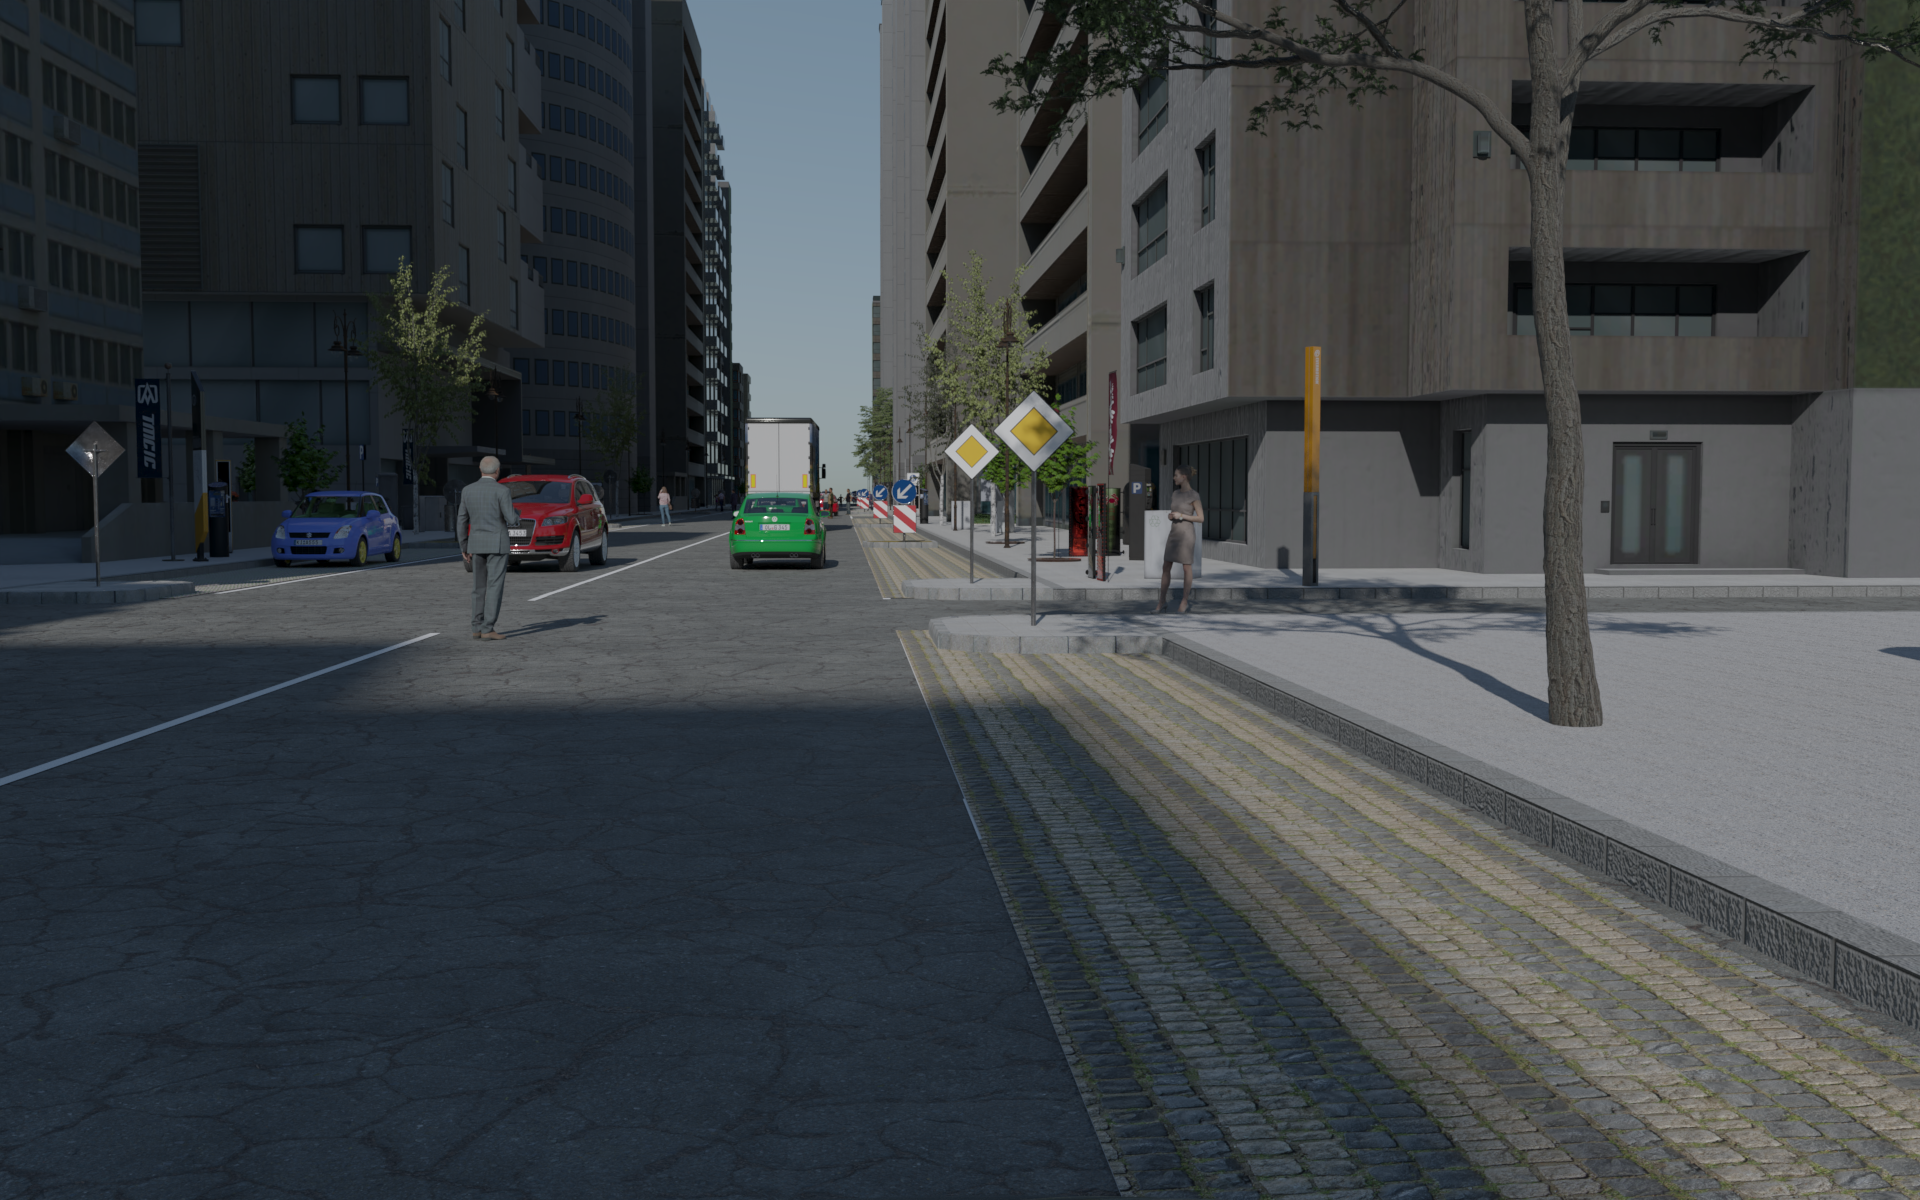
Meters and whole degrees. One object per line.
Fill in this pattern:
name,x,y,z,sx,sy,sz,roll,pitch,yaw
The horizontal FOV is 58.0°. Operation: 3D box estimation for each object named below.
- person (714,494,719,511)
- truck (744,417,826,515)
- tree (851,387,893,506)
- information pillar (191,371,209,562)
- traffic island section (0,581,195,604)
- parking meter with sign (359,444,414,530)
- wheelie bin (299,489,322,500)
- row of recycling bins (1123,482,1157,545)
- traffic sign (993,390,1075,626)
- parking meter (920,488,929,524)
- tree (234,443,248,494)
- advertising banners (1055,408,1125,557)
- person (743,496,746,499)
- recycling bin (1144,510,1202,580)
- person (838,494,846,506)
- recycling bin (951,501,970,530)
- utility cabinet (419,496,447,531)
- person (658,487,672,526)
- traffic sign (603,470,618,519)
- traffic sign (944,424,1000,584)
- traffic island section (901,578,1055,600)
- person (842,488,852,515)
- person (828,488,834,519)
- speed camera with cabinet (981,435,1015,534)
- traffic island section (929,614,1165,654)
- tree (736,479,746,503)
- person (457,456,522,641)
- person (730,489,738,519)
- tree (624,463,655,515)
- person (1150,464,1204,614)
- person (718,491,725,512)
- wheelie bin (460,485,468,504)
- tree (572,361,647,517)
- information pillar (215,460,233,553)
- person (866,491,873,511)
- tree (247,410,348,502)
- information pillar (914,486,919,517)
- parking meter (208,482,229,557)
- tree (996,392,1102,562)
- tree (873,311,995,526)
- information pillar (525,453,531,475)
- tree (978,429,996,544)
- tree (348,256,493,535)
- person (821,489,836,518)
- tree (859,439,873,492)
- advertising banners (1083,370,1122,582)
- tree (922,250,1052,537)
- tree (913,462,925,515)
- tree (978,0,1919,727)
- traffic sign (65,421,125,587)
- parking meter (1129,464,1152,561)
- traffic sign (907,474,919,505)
person,-20.172,-8.085,143.915,0.599,1.433,0.991,-1,4,-17
truck,-6.890,-4.894,68.933,2.839,4.237,11.283,0,4,-3
tree,-7.720,-16.245,183.728,7.486,12.596,7.792,0,3,0
information pillar,-14.413,-2.537,32.830,0.183,3.616,0.504,-3,5,-42
traffic island section,-11.974,-0.107,24.026,2.009,0.180,2.903,0,4,-4
parking meter with sign,-20.314,-3.985,61.421,1.738,3.016,0.543,-2,4,-34
wheelie bin,-23.304,-3.324,62.259,0.693,1.594,0.980,-3,5,-41
row of recycling bins,5.872,-2.240,43.730,3.534,1.692,1.069,0,4,-1
traffic sign,0.712,-0.805,16.807,0.795,2.450,0.064,0,4,-4
parking meter,-1.542,-4.037,74.416,0.372,1.533,0.369,0,3,0
tree,-22.905,-3.767,56.198,1.663,3.219,1.824,0,3,0
advertising banners,2.466,-2.396,35.358,2.074,3.025,0.090,-2,4,-27
person,-20.123,-9.491,164.391,1.217,1.735,0.721,3,4,38
recycling bin,3.246,-0.845,26.363,0.722,1.027,0.722,2,4,24
person,-11.918,-9.871,173.155,1.065,1.426,0.557,-1,4,-19
recycling bin,0.103,-3.078,62.886,0.722,1.027,0.722,1,4,11
utility cabinet,-18.320,-3.004,60.277,0.306,1.237,1.020,2,4,29
person,-13.112,-4.163,77.161,0.593,1.750,0.643,-1,4,-21
traffic sign,-18.183,-5.502,90.057,0.768,2.556,0.104,0,4,5
traffic sign,0.166,-1.292,24.773,0.795,2.450,0.064,0,4,-4
traffic island section,0.189,-0.157,24.852,2.009,0.180,2.903,0,4,-4
person,-7.723,-6.781,119.380,0.705,1.822,1.348,-2,4,-28
person,-7.556,-5.655,101.055,0.705,1.812,1.348,0,4,-7
speed camera with cabinet,1.244,-3.832,56.983,0.660,3.252,2.038,1,4,18
traffic island section,0.735,0.330,16.886,2.009,0.180,2.903,0,4,-4
tree,-28.105,-14.121,225.479,1.663,3.219,1.824,0,3,0
person,-4.618,-0.517,17.127,0.661,1.801,0.590,1,4,15
person,-13.171,-5.601,100.993,0.541,1.710,0.530,-3,5,-39
tree,-19.881,-6.948,108.208,1.663,3.219,1.824,0,3,0
person,2.586,-0.719,20.594,0.374,1.781,0.599,-3,5,-40
person,-19.437,-8.026,140.655,0.436,1.711,0.756,3,5,45
wheelie bin,-16.933,-3.195,60.149,0.980,1.594,0.693,2,4,28
tree,-19.202,-8.927,96.325,4.737,8.622,4.395,0,3,0
information pillar,-15.904,-2.015,37.438,0.304,2.012,0.304,-1,4,-23
person,-7.655,-8.399,146.746,0.541,1.710,0.530,1,4,15
tree,-15.112,-2.764,39.794,1.663,3.219,1.824,0,3,0
information pillar,-2.448,-5.666,97.125,0.304,2.012,0.304,-1,4,-12
parking meter,-15.065,-1.638,35.188,0.372,1.533,0.369,0,3,0
tree,1.932,-2.348,32.989,1.663,3.219,1.824,0,3,0
tree,-0.680,-7.325,70.133,4.360,8.622,3.978,0,3,0
information pillar,-24.460,-6.534,98.190,0.183,3.616,0.504,1,4,16
tree,1.296,-3.065,44.716,1.663,3.219,1.824,0,3,0
tree,-16.987,-6.379,54.654,4.737,8.622,4.395,0,3,0
person,-8.182,-5.893,105.644,1.217,1.735,0.721,0,4,7
tree,-9.101,-14.703,190.754,4.360,8.622,3.978,0,3,0
advertising banners,2.086,-1.796,25.551,0.090,3.025,2.074,0,4,-6
tree,0.974,-6.210,51.904,4.737,8.622,4.395,0,3,0
tree,-2.326,-6.690,103.988,1.663,3.219,1.824,0,3,0
tree,3.149,-4.594,9.533,7.601,10.594,8.767,2,4,31
traffic sign,-11.951,-1.243,23.966,0.795,2.450,0.064,0,4,-4
parking meter,3.486,-1.697,33.464,0.399,1.863,0.255,2,4,34
traffic sign,-2.283,-5.039,84.514,0.606,2.300,0.079,0,4,5
